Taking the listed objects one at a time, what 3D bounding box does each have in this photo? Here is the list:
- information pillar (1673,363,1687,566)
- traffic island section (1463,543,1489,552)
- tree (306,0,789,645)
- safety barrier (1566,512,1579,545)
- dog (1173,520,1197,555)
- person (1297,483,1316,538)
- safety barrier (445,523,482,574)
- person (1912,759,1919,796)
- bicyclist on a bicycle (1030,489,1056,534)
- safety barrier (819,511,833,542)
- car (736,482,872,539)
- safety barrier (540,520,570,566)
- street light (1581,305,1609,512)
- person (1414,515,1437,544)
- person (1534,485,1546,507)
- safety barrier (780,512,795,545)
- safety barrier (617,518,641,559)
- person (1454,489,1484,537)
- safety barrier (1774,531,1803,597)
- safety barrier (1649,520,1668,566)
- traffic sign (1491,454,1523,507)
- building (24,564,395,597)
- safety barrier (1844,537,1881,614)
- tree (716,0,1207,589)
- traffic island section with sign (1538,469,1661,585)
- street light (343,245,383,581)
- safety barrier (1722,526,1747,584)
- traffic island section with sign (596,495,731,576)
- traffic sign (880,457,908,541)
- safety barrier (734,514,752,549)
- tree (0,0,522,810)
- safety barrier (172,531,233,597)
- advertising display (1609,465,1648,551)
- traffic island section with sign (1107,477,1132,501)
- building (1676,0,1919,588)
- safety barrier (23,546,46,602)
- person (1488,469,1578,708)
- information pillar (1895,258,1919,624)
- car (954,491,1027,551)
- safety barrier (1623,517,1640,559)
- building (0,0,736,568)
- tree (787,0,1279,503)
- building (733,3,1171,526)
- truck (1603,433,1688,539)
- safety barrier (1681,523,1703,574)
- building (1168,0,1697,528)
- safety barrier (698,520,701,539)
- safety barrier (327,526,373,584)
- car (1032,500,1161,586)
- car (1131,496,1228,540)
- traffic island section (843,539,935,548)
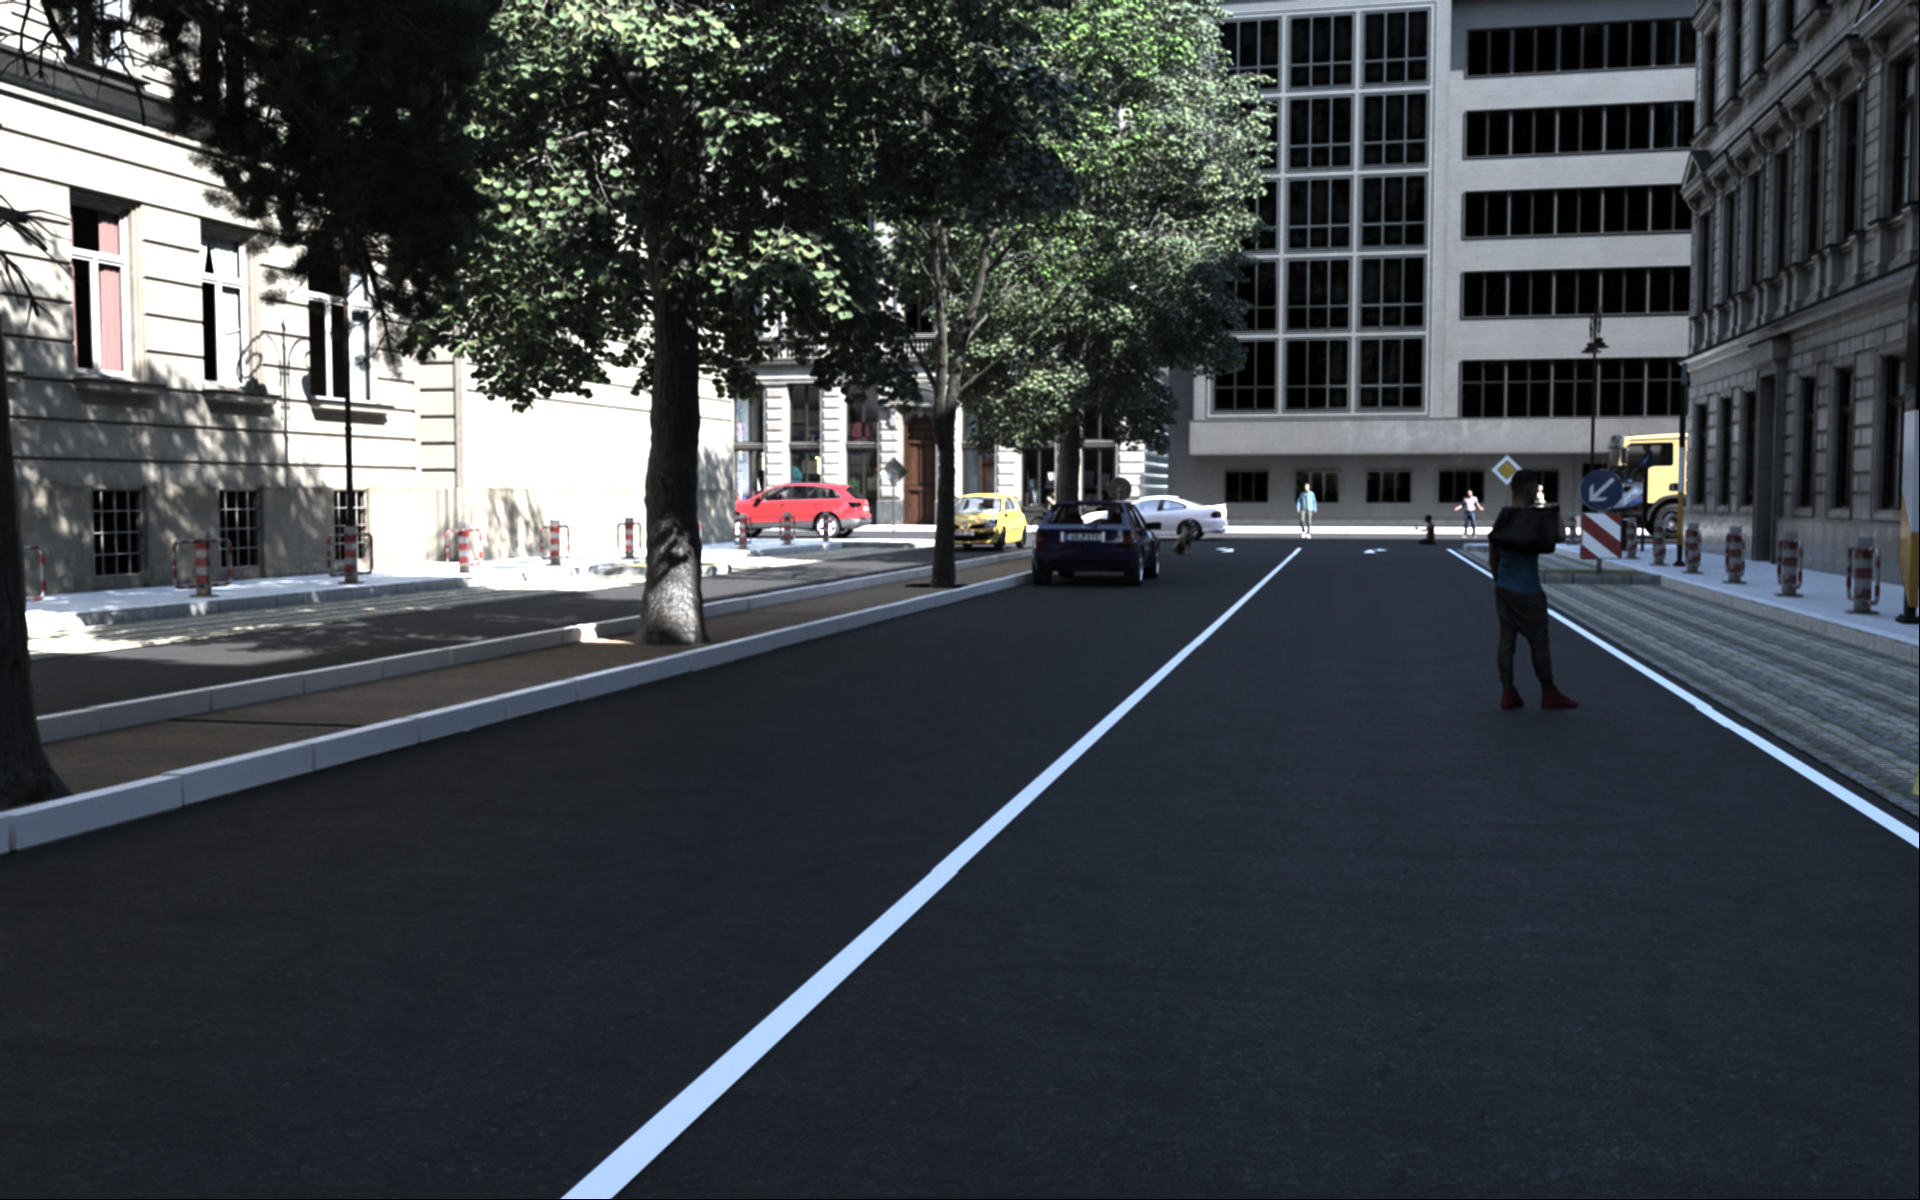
[{"bbox_3d":[12.813,-2.409,30.745,0.183,3.616,0.504,2,4,24],"label":"information pillar"},{"bbox_3d":[13.795,-1.312,43.728,2.009,0.180,2.903,1,4,13],"label":"traffic island section"},{"bbox_3d":[-2.766,-6.556,16.306,9.857,13.997,8.962,0,3,0],"label":"tree"},{"bbox_3d":[15.486,-1.803,43.758,0.300,0.817,1.120,1,4,13],"label":"safety barrier"},{"bbox_3d":[5.333,-1.492,41.223,0.513,0.831,0.800,0,4,1],"label":"dog"},{"bbox_3d":[11.331,-2.922,56.626,0.601,1.785,0.444,1,4,18],"label":"person"},{"bbox_3d":[-7.989,-0.834,27.905,0.300,0.817,1.120,1,4,13],"label":"safety barrier"},{"bbox_3d":[3.583,0.219,5.135,0.699,1.804,1.509,-1,4,-11],"label":"person"},{"bbox_3d":[3.258,-3.105,60.782,1.625,1.676,1.499,1,4,14],"label":"bicyclist on a bicycle"},{"bbox_3d":[-3.624,-1.990,46.814,0.300,0.817,1.120,1,4,13],"label":"safety barrier"},{"bbox_3d":[-5.559,-2.947,56.861,5.304,1.827,2.281,1,4,11],"label":"car"},{"bbox_3d":[-7.261,-1.026,31.058,0.300,0.817,1.120,1,4,13],"label":"safety barrier"},{"bbox_3d":[15.528,-4.263,42.487,0.468,5.910,1.993,1,4,13],"label":"street light"},{"bbox_3d":[13.301,-1.999,49.469,0.655,0.850,0.859,1,4,17],"label":"person"},{"bbox_3d":[20.619,-3.213,61.582,0.519,1.759,0.362,-2,4,-25],"label":"person"},{"bbox_3d":[-4.351,-1.798,43.665,0.300,0.817,1.120,1,4,13],"label":"safety barrier"},{"bbox_3d":[-6.531,-1.219,34.210,0.300,0.817,1.120,1,4,13],"label":"safety barrier"},{"bbox_3d":[16.957,-2.887,57.667,0.963,1.587,0.435,1,4,17],"label":"person"},{"bbox_3d":[10.393,-0.454,21.695,0.300,0.817,1.120,1,4,13],"label":"safety barrier"},{"bbox_3d":[12.577,-1.032,31.148,0.300,0.817,1.120,1,4,13],"label":"safety barrier"},{"bbox_3d":[13.771,-2.447,43.657,0.795,2.450,0.064,1,4,13],"label":"traffic sign"},{"bbox_3d":[-19.783,-11.292,17.916,16.112,22.955,30.059,1,4,13],"label":"building"},{"bbox_3d":[9.667,-0.261,18.541,0.300,0.817,1.120,1,4,13],"label":"safety barrier"},{"bbox_3d":[-0.173,-5.982,26.016,9.928,11.665,9.643,0,3,0],"label":"tree"},{"bbox_3d":[10.235,-1.200,28.249,1.989,1.847,2.006,1,4,13],"label":"traffic island section with sign"},{"bbox_3d":[-8.954,-3.212,25.309,0.468,5.910,1.993,1,4,13],"label":"street light"},{"bbox_3d":[11.121,-0.647,24.851,0.300,0.817,1.120,1,4,13],"label":"safety barrier"},{"bbox_3d":[-5.217,-1.378,31.159,1.989,1.847,2.006,1,4,13],"label":"traffic island section with sign"},{"bbox_3d":[-1.811,-2.668,47.259,0.795,2.450,0.064,1,4,13],"label":"traffic sign"},{"bbox_3d":[-5.079,-1.604,40.507,0.300,0.817,1.120,1,4,13],"label":"safety barrier"},{"bbox_3d":[-4.603,-5.089,7.724,6.751,12.117,7.091,0,3,0],"label":"tree"},{"bbox_3d":[-9.438,-0.448,21.600,0.300,0.817,1.120,1,4,13],"label":"safety barrier"},{"bbox_3d":[15.064,-2.071,39.068,0.123,1.923,0.974,-2,4,-29],"label":"advertising display"},{"bbox_3d":[4.156,-2.327,46.190,2.006,1.907,1.989,1,4,13],"label":"traffic island section with sign"},{"bbox_3d":[19.712,-10.172,30.947,10.561,19.102,19.286,1,4,13],"label":"building"},{"bbox_3d":[-10.170,-0.256,18.453,0.300,0.817,1.120,1,4,13],"label":"safety barrier"},{"bbox_3d":[3.809,-0.070,11.521,0.662,1.594,0.647,-3,4,-37],"label":"person"},{"bbox_3d":[9.491,-1.583,17.236,0.183,3.616,0.504,1,4,17],"label":"information pillar"},{"bbox_3d":[0.577,-2.124,44.949,2.015,1.641,3.980,1,4,14],"label":"car"},{"bbox_3d":[13.301,-1.224,34.296,0.300,0.817,1.120,1,4,13],"label":"safety barrier"},{"bbox_3d":[-21.547,-12.776,42.177,30.059,22.955,16.112,1,4,13],"label":"building"},{"bbox_3d":[2.266,-7.801,36.656,9.857,13.997,8.962,0,3,0],"label":"tree"},{"bbox_3d":[-0.627,-15.020,74.462,19.941,23.489,11.050,1,4,13],"label":"building"},{"bbox_3d":[24.880,-3.634,55.338,9.791,3.379,3.469,1,4,14],"label":"truck"},{"bbox_3d":[11.846,-0.839,27.997,0.300,0.817,1.120,1,4,13],"label":"safety barrier"},{"bbox_3d":[23.978,-15.340,69.878,30.058,24.678,14.314,1,4,13],"label":"building"},{"bbox_3d":[-5.805,-1.412,37.361,0.300,0.817,1.120,1,4,13],"label":"safety barrier"},{"bbox_3d":[-8.711,-0.641,24.758,0.300,0.817,1.120,1,4,13],"label":"safety barrier"},{"bbox_3d":[2.294,-0.977,28.556,1.945,1.354,3.894,1,4,12],"label":"car"},{"bbox_3d":[6.000,-2.585,54.622,4.827,1.381,2.083,1,4,14],"label":"car"},{"bbox_3d":[-1.836,-1.532,47.327,2.009,0.180,2.903,1,4,13],"label":"traffic island section"}]
